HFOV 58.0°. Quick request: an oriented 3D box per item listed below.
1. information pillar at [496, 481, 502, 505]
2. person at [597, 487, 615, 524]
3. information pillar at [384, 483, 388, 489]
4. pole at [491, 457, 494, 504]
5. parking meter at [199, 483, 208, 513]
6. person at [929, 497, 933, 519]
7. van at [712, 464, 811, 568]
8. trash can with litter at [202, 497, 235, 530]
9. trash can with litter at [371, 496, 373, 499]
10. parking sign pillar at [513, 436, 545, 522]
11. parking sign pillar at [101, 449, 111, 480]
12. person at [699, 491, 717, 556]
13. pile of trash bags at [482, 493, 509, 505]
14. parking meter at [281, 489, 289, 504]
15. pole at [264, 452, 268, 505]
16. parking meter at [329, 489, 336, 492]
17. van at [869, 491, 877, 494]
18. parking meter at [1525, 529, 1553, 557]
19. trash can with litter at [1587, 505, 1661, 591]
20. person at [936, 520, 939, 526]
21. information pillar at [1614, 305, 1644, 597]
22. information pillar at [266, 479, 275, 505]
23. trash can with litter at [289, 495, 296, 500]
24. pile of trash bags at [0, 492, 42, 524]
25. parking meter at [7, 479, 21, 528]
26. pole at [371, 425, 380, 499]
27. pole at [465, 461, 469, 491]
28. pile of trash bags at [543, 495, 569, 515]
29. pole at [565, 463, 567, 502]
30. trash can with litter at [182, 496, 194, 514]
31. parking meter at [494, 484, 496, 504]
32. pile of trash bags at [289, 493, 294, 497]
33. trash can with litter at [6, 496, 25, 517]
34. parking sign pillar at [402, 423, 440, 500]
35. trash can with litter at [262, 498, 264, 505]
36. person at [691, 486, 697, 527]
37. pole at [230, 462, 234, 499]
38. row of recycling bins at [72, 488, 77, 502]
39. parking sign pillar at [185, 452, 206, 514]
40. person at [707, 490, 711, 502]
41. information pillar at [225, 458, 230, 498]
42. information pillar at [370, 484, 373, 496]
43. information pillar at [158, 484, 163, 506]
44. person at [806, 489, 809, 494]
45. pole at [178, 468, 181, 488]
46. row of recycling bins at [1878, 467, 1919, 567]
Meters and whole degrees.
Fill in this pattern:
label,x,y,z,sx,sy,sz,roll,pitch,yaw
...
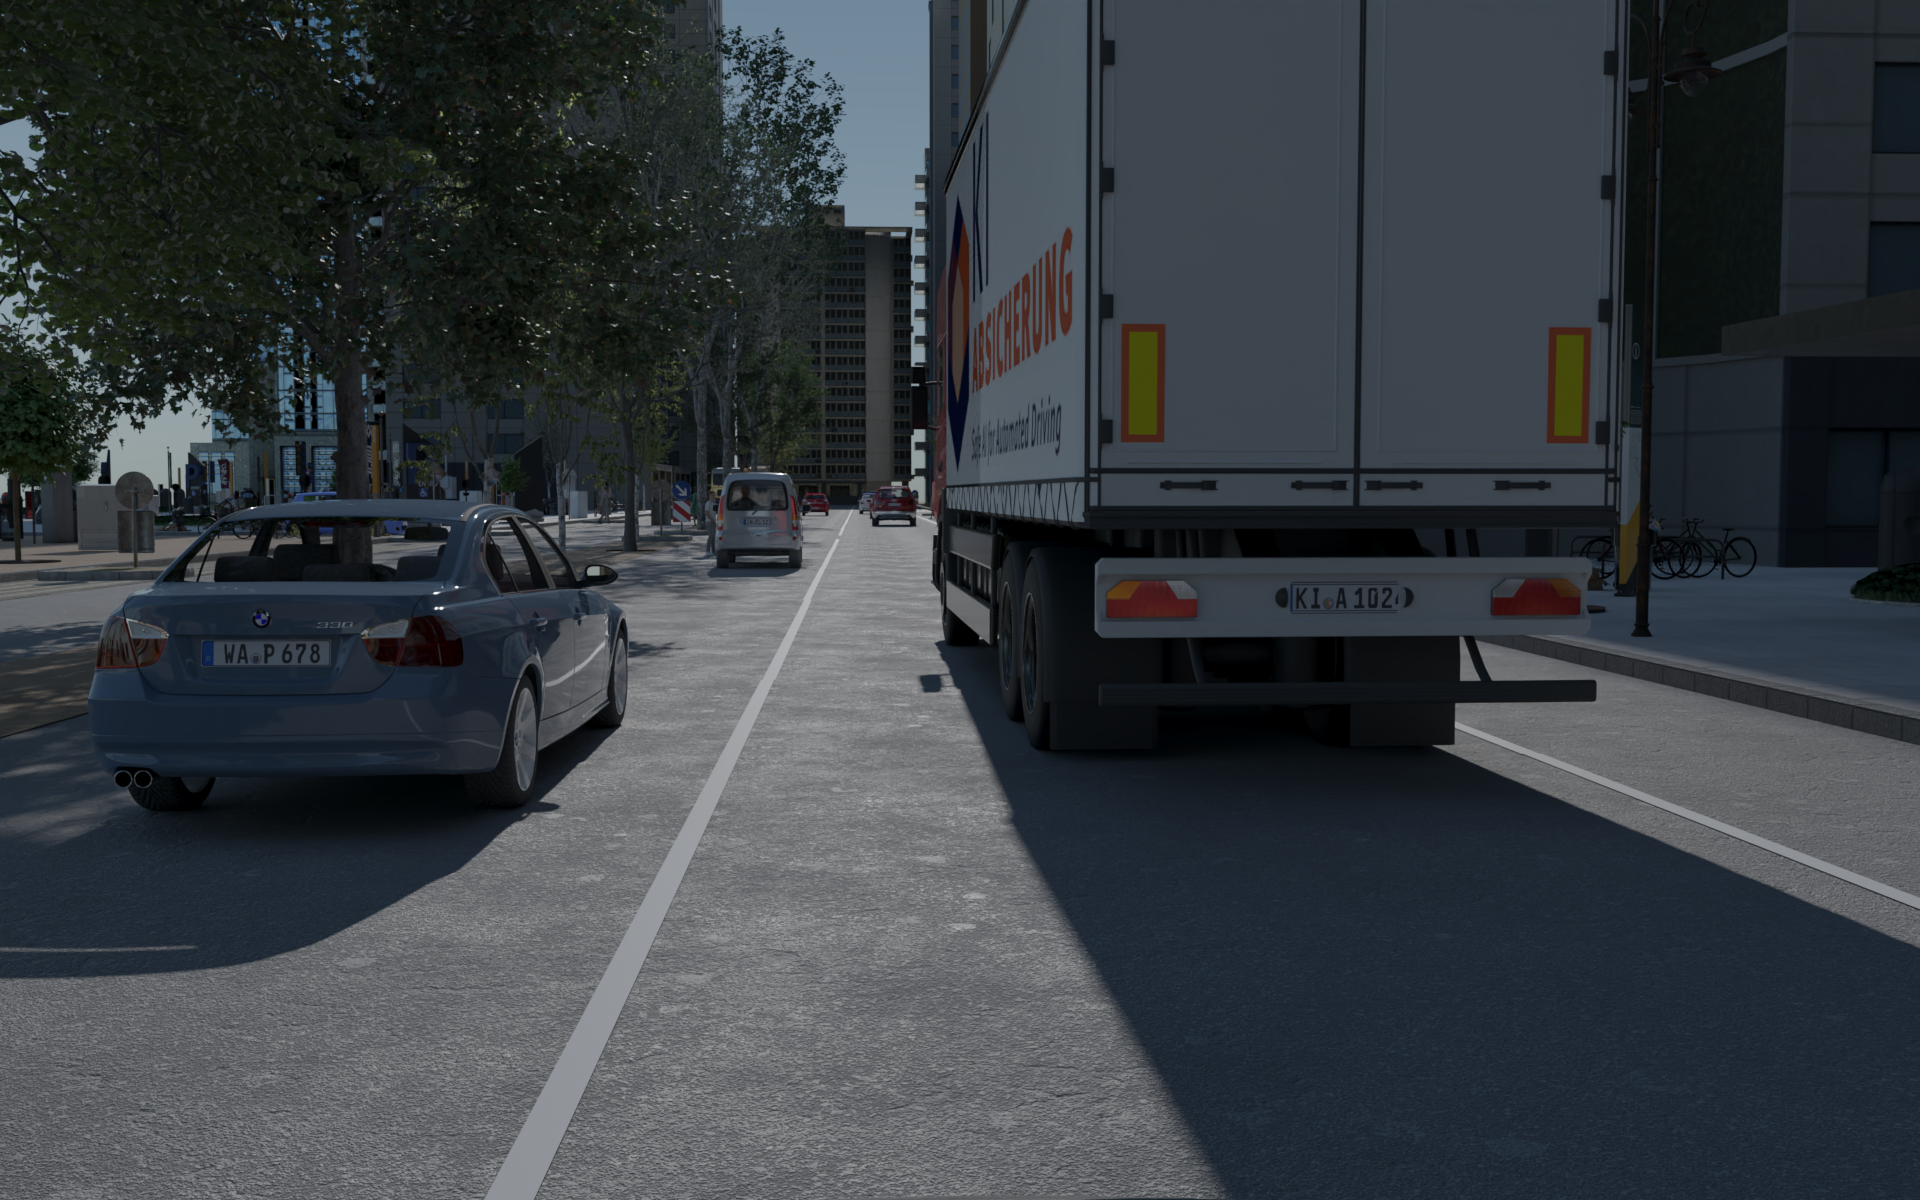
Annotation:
label,x,y,z,sx,sy,sz,roll,pitch,yaw
information pillar,-24.725,-5.410,92.948,0.304,2.012,0.304,-1,4,-13
person,-17.030,-4.554,83.234,0.850,1.792,0.678,0,4,5
information pillar,-38.095,-6.755,114.941,0.304,2.012,0.304,-1,4,-9
pole,-24.314,-5.879,89.969,0.158,3.312,0.155,0,3,0
parking meter,-41.635,-5.483,95.358,0.399,1.863,0.255,-3,5,-42
person,-1.438,-5.456,98.459,0.760,1.731,0.466,-1,4,-19
van,-4.009,-1.705,34.886,2.013,2.044,4.112,0,4,-5
trash can with litter,-25.474,-2.941,59.478,1.055,1.170,0.624,0,4,1
trash can with litter,-40.608,-6.555,118.557,0.624,1.170,1.055,2,4,28
parking sign pillar,-19.883,-5.578,79.665,1.447,3.967,1.447,-2,4,-27
parking sign pillar,-51.298,-7.071,104.083,1.447,3.967,1.447,-1,4,-21
person,-5.799,-1.793,40.419,0.523,1.515,0.503,-1,4,-22
pile of trash bags,-27.651,-5.613,101.520,1.912,1.369,3.447,2,4,30
parking meter,-33.640,-4.768,86.372,0.372,1.533,0.369,0,3,0
pole,-33.756,-5.534,84.316,0.158,3.312,0.155,0,3,0
parking meter,-30.538,-4.646,84.371,0.372,1.533,0.369,0,3,0
van,-10.269,-12.365,209.184,2.013,2.044,4.112,0,4,-2
parking meter,8.886,-1.273,26.523,0.399,1.863,0.255,2,4,35
trash can with litter,8.697,-0.709,22.987,1.055,1.170,0.624,1,4,10
person,-0.994,-3.926,76.940,0.306,1.304,0.590,0,4,8
information pillar,8.429,-1.855,21.685,0.183,3.616,0.504,3,5,45
information pillar,-32.920,-4.784,82.718,0.304,2.012,0.304,-3,5,-44
trash can with litter,-38.654,-5.415,99.593,2.233,1.210,1.678,0,4,-4
pile of trash bags,-38.736,-3.894,73.415,3.447,1.369,1.912,-3,5,-40
parking meter,-35.335,-3.609,64.725,0.255,1.863,0.399,2,4,31
pole,-17.349,-3.524,51.459,0.158,3.312,0.155,0,3,0
pole,-30.460,-6.922,107.024,0.158,3.312,0.155,0,3,0
pile of trash bags,-24.578,-5.875,105.814,1.912,1.369,3.447,1,4,21
pole,-26.041,-7.373,114.395,0.158,3.312,0.155,0,3,0
trash can with litter,-37.180,-4.481,84.315,2.233,1.210,1.678,-1,4,-17
parking meter,-26.178,-5.624,97.657,0.255,1.863,0.399,3,5,39
pile of trash bags,-46.991,-6.787,120.715,1.912,1.369,3.447,-2,4,-31
trash can with litter,-52.095,-5.164,95.497,1.678,1.210,2.233,0,4,-7
parking sign pillar,-20.590,-4.753,66.188,1.447,3.967,1.447,-3,4,-37
trash can with litter,-51.877,-7.195,129.018,1.055,1.170,0.624,1,4,10
person,-11.260,-4.004,74.217,0.529,1.795,0.600,2,4,29
pole,-47.800,-7.300,113.204,0.158,3.312,0.155,0,3,0
row of recycling bins,-54.085,-6.161,107.840,3.534,1.692,1.069,0,4,1
parking sign pillar,-49.044,-7.501,111.120,1.447,3.967,1.447,1,4,21
person,-20.529,-8.114,141.722,0.434,1.755,0.990,0,4,-4
information pillar,-47.593,-7.427,112.794,0.504,3.616,0.183,1,4,14
information pillar,-43.004,-7.481,126.803,0.304,2.012,0.304,0,4,-6
information pillar,-58.146,-7.433,126.020,0.304,2.012,0.304,-3,5,-43
person,-11.518,-7.436,130.095,0.388,1.821,0.555,0,4,-7
pole,-60.017,-8.524,133.206,0.158,3.312,0.155,0,3,0
row of recycling bins,15.305,-1.221,27.083,1.069,1.692,3.534,3,5,43
